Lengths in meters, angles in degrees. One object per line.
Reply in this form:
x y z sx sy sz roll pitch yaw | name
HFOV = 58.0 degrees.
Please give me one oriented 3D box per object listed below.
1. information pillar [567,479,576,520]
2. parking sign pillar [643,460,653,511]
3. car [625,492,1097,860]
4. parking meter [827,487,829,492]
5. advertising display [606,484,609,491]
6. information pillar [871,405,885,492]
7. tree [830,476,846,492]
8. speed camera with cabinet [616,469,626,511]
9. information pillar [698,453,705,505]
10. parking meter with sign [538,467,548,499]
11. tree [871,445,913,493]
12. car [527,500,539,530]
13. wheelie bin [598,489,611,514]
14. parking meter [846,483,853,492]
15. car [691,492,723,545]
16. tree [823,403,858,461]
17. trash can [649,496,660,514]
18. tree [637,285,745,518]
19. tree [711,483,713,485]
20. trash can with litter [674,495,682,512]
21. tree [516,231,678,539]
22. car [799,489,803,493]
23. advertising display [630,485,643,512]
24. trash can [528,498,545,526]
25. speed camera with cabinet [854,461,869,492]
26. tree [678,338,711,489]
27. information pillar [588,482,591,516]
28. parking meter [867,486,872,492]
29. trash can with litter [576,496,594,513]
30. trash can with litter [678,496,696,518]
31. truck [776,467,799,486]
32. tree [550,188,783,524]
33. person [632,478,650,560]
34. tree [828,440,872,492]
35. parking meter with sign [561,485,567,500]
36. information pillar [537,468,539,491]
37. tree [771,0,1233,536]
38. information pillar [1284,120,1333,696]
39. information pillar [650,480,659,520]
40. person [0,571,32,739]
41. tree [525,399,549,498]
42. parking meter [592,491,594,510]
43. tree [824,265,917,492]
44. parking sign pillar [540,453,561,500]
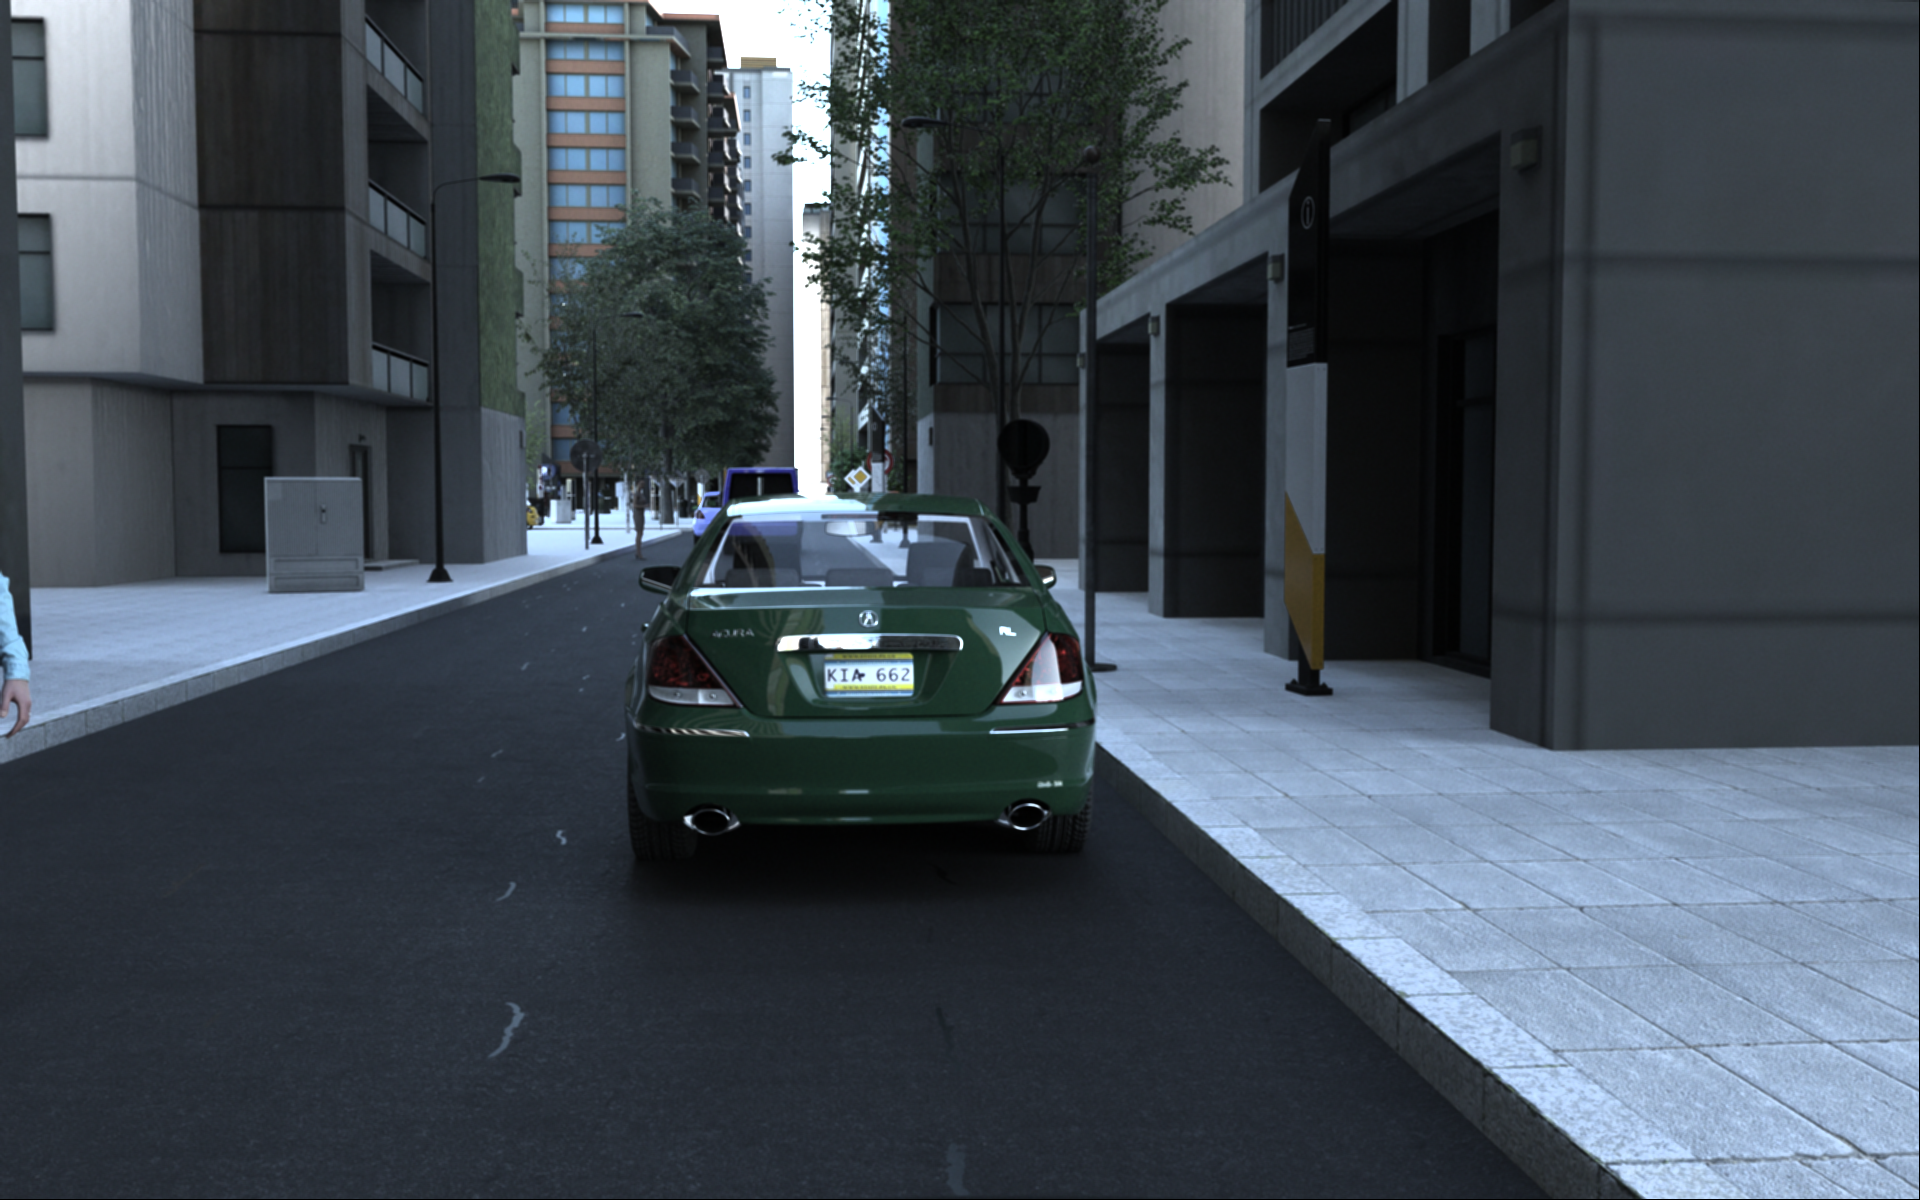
-18.934 -4.884 84.341 0.304 2.012 0.304 2 4 30 | information pillar
-24.013 -8.903 134.035 1.447 3.967 1.447 1 4 16 | parking sign pillar
-0.512 0.215 8.279 2.131 1.459 4.920 0 4 -5 | car
-10.171 -7.867 134.333 0.255 1.863 0.399 -1 4 -9 | parking meter
-23.188 -6.649 113.930 0.123 1.923 0.974 0 4 -8 | advertising display
-2.165 -3.322 45.661 0.183 3.616 0.504 -3 5 -40 | information pillar
-7.833 -7.323 114.329 1.663 3.219 1.824 0 3 0 | tree
-25.635 -8.376 131.281 0.660 3.252 2.038 0 4 0 | speed camera with cabinet
-13.292 -5.975 89.041 0.504 3.616 0.183 3 5 42 | information pillar
-26.579 -6.958 110.022 0.543 3.016 1.738 0 4 -4 | parking meter with sign
-2.508 -4.520 68.501 1.663 3.219 1.824 0 3 0 | tree
-17.870 -3.350 65.003 3.980 1.641 2.015 0 4 -4 | car
-22.785 -6.292 110.777 0.693 1.594 0.980 3 4 37 | wheelie bin
-5.031 -4.499 79.265 0.399 1.863 0.255 0 4 -1 | parking meter
-6.680 -2.428 49.290 1.945 1.707 3.694 0 4 -6 | car
-9.091 -11.510 138.553 4.737 8.622 4.395 0 3 0 | tree
-18.875 -5.843 107.181 0.748 1.137 0.748 0 3 0 | trash can
-15.060 -10.765 94.140 7.486 12.596 7.792 0 3 0 | tree
-16.347 -9.671 108.485 4.360 8.622 3.978 0 3 0 | tree
-20.560 -7.110 127.312 1.678 1.210 2.233 -2 4 -26 | trash can with litter
-10.450 -6.007 48.577 4.360 8.622 3.978 0 3 0 | tree
-12.921 -7.718 134.864 2.281 1.827 5.304 0 4 -6 | car
-23.636 -7.431 126.714 0.974 1.923 0.123 1 4 14 | advertising display
-17.189 -3.587 70.307 0.748 1.137 0.748 0 3 0 | trash can
-5.280 -6.636 102.841 2.038 3.252 0.660 -3 4 -38 | speed camera with cabinet
-10.671 -6.448 55.784 4.360 8.622 3.978 0 3 0 | tree
-21.976 -5.979 102.255 0.304 2.012 0.304 -1 4 -13 | information pillar
-2.743 -2.816 54.460 0.372 1.533 0.369 0 3 0 | parking meter
-25.376 -6.457 116.626 2.233 1.210 1.678 2 4 31 | trash can with litter
-16.268 -5.612 103.139 1.055 1.170 0.624 0 4 8 | trash can with litter
-18.745 -12.128 187.205 2.839 4.237 11.283 0 4 -7 | truck
-12.469 -10.225 73.841 9.857 13.997 8.962 0 3 0 | tree
-7.010 -1.788 38.076 0.374 1.781 0.599 0 4 5 | person
-6.421 -7.470 105.853 4.285 4.588 4.351 0 3 0 | tree
-32.472 -8.885 141.525 0.543 3.016 1.738 1 4 16 | parking meter with sign
-33.401 -8.952 137.724 0.504 3.616 0.183 2 4 35 | information pillar
0.750 -6.291 28.612 9.928 11.665 9.643 0 3 0 | tree
2.236 -1.211 11.154 0.183 3.616 0.504 -1 4 -11 | information pillar
-15.011 -4.938 85.220 0.304 2.012 0.304 3 4 37 | information pillar
-2.804 0.233 4.547 0.638 1.841 0.748 -3 4 -38 | person
-32.232 -10.870 128.094 4.737 8.622 4.395 0 3 0 | tree
-26.572 -7.120 124.827 0.372 1.533 0.369 0 3 0 | parking meter
-2.197 -6.466 56.089 4.360 8.622 3.978 0 3 0 | tree
-26.511 -7.561 112.096 1.447 3.967 1.447 1 4 17 | parking sign pillar
